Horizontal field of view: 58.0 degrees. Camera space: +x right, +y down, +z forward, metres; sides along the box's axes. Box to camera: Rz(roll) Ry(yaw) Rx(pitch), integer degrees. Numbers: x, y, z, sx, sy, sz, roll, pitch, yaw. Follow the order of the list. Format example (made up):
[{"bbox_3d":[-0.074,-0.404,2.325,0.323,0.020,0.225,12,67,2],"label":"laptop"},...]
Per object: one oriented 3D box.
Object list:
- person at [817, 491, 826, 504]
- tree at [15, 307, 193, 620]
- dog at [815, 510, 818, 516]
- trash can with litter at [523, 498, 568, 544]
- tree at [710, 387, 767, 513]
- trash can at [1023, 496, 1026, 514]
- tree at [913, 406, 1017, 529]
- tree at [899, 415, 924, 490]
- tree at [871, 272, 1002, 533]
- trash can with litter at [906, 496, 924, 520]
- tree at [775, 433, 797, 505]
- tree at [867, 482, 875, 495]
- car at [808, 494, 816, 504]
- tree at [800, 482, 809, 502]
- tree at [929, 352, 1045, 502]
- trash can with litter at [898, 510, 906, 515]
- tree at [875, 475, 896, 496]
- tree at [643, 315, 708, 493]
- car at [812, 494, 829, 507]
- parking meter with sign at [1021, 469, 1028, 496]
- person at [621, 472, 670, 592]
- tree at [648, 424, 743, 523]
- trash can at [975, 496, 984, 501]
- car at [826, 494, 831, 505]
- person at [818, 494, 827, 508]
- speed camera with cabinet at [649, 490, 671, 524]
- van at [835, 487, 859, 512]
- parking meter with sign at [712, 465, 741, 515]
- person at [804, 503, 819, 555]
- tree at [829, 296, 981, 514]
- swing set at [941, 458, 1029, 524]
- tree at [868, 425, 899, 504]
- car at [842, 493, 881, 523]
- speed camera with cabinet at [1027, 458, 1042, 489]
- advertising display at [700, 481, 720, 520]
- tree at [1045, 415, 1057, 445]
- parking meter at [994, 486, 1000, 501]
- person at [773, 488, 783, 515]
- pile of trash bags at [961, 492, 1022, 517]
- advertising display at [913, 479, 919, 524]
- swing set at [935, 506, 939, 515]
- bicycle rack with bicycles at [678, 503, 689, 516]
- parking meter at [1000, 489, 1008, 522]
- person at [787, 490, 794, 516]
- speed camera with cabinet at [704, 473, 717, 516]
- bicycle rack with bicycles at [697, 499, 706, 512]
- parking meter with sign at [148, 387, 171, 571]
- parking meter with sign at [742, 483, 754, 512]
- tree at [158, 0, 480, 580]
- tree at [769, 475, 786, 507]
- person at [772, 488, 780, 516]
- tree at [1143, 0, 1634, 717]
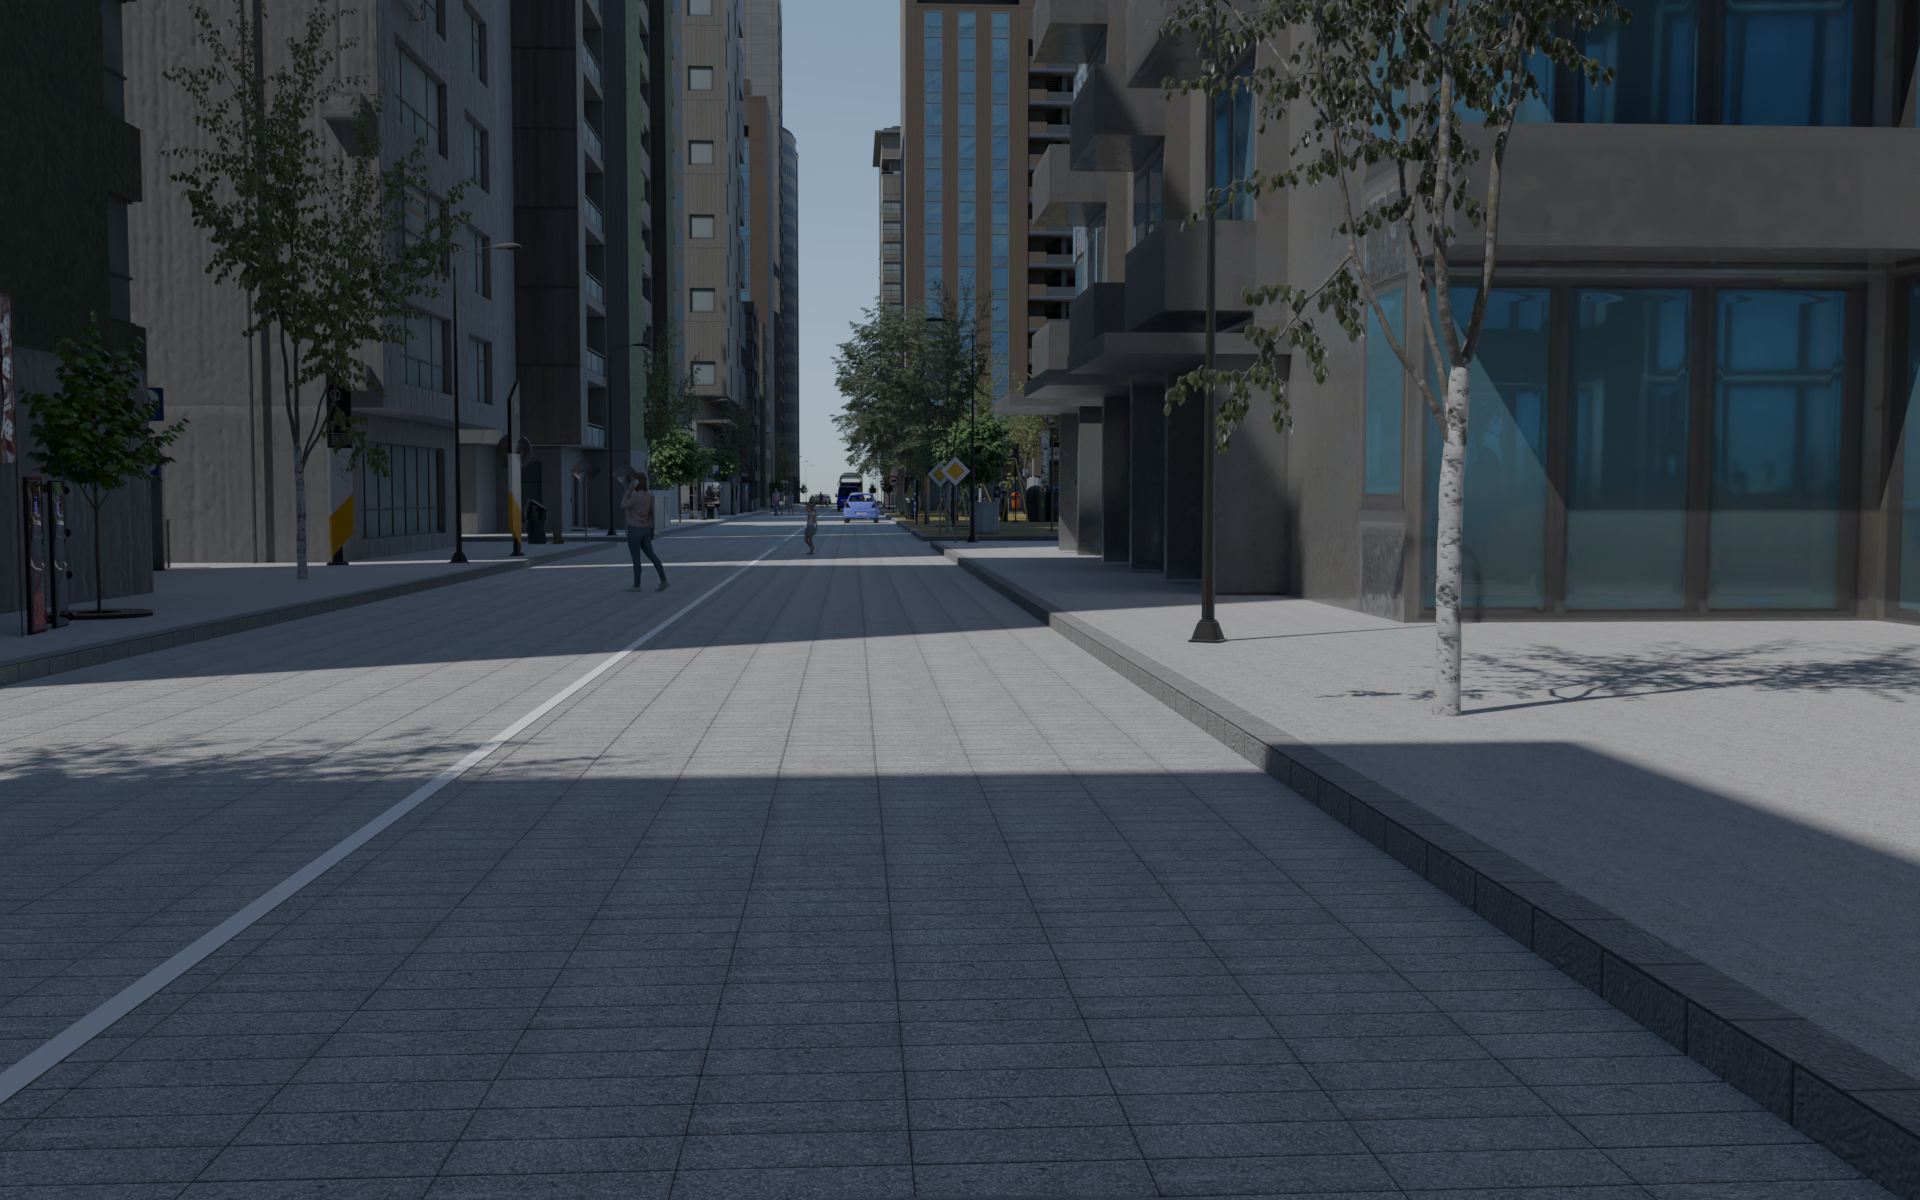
[{"bbox_3d":[-15.203,-11.054,190.018,1.217,1.735,0.721,2,4,32],"label":"person"},{"bbox_3d":[-8.909,-1.439,18.122,1.663,3.219,1.824,0,3,0],"label":"tree"},{"bbox_3d":[-9.595,-5.758,114.337,0.550,0.427,0.748,0,4,5],"label":"dog"},{"bbox_3d":[-10.670,-2.031,44.587,1.055,1.170,0.624,-2,4,-24],"label":"trash can with litter"},{"bbox_3d":[-15.297,-10.330,119.264,4.360,8.622,3.978,0,3,0],"label":"tree"},{"bbox_3d":[4.268,-5.991,109.611,0.748,1.137,0.748,0,3,0],"label":"trash can"},{"bbox_3d":[-0.180,-5.180,68.404,4.285,4.588,4.351,0,3,0],"label":"tree"},{"bbox_3d":[-1.173,-10.534,122.593,4.737,8.622,4.395,0,3,0],"label":"tree"},{"bbox_3d":[-0.528,-6.551,57.475,4.360,8.622,3.978,0,3,0],"label":"tree"},{"bbox_3d":[-2.115,-4.717,88.511,0.624,1.170,1.055,-2,4,-30],"label":"trash can with litter"},{"bbox_3d":[-20.943,-15.520,204.111,4.360,8.622,3.978,0,3,0],"label":"tree"},{"bbox_3d":[-13.812,-17.115,274.437,1.663,3.219,1.824,0,3,0],"label":"tree"},{"bbox_3d":[-18.964,-13.214,228.054,2.014,1.417,4.499,0,4,-2],"label":"car"},{"bbox_3d":[-23.880,-16.575,265.608,1.663,3.219,1.824,0,3,0],"label":"tree"},{"bbox_3d":[1.257,-8.465,88.762,4.737,8.622,4.395,0,3,0],"label":"tree"},{"bbox_3d":[-3.314,-5.916,108.110,1.055,1.170,0.624,-1,4,-16],"label":"trash can with litter"},{"bbox_3d":[-6.642,-10.012,158.291,1.663,3.219,1.824,0,3,0],"label":"tree"},{"bbox_3d":[-12.453,-7.323,70.088,4.737,8.622,4.395,0,3,0],"label":"tree"},{"bbox_3d":[-16.076,-11.603,199.928,2.015,1.641,3.980,0,4,-3],"label":"car"},{"bbox_3d":[4.931,-7.438,117.867,0.543,3.016,1.738,-3,4,-36],"label":"parking meter with sign"},{"bbox_3d":[-4.620,-1.000,25.440,0.643,1.750,0.593,1,4,19],"label":"person"},{"bbox_3d":[-12.724,-5.771,78.068,4.285,4.588,4.351,0,3,0],"label":"tree"},{"bbox_3d":[1.435,-7.033,126.634,0.748,1.137,0.748,0,3,0],"label":"trash can"},{"bbox_3d":[-18.581,-13.983,237.424,1.959,1.807,4.718,0,4,-3],"label":"car"},{"bbox_3d":[-14.185,-10.208,178.622,0.991,1.433,0.599,-1,4,-20],"label":"person"},{"bbox_3d":[-13.367,-4.875,74.041,0.660,3.252,2.038,3,5,43],"label":"speed camera with cabinet"},{"bbox_3d":[-9.208,-8.479,143.021,2.240,2.365,5.245,0,4,-4],"label":"van"},{"bbox_3d":[-14.273,-6.665,105.234,0.543,3.016,1.738,2,4,33],"label":"parking meter with sign"},{"bbox_3d":[-3.466,-1.677,40.929,0.382,1.210,0.505,-3,4,-36],"label":"person"},{"bbox_3d":[-3.730,-12.578,112.298,9.857,13.997,8.962,0,3,0],"label":"tree"},{"bbox_3d":[1.205,-4.745,75.199,3.119,2.851,2.862,-1,4,-22],"label":"swing set"},{"bbox_3d":[-3.566,-10.944,129.302,4.737,8.622,4.395,0,3,0],"label":"tree"},{"bbox_3d":[-4.897,-4.686,86.211,1.945,1.707,3.694,0,4,-2],"label":"car"},{"bbox_3d":[4.714,-6.193,95.588,2.038,3.252,0.660,3,4,36],"label":"speed camera with cabinet"},{"bbox_3d":[-12.564,-5.012,87.154,0.974,1.923,0.123,-1,4,-15],"label":"advertising display"},{"bbox_3d":[3.856,-9.150,99.969,4.737,8.622,4.395,0,3,0],"label":"tree"},{"bbox_3d":[2.445,-6.693,115.145,0.399,1.863,0.255,-1,4,-10],"label":"parking meter"},{"bbox_3d":[-12.569,-6.776,119.156,0.748,1.841,0.638,3,5,41],"label":"person"},{"bbox_3d":[1.887,-5.315,96.649,3.447,1.369,1.912,-2,4,-28],"label":"pile of trash bags"},{"bbox_3d":[-1.881,-4.206,73.986,0.123,1.923,0.974,0,4,-7],"label":"advertising display"},{"bbox_3d":[0.389,-6.532,104.421,2.862,2.851,3.119,-2,4,-24],"label":"swing set"},{"bbox_3d":[-18.072,-5.434,102.231,2.852,0.926,2.925,-2,4,-35],"label":"bicycle rack with bicycles"},{"bbox_3d":[2.040,-4.387,80.132,0.372,1.533,0.369,0,3,0],"label":"parking meter"},{"bbox_3d":[-11.245,-6.462,114.910,0.466,1.731,0.760,1,4,10],"label":"person"},{"bbox_3d":[-14.453,-6.489,100.438,0.660,3.252,2.038,-1,4,-12],"label":"speed camera with cabinet"},{"bbox_3d":[-18.969,-6.606,121.397,2.852,0.926,2.925,3,5,43],"label":"bicycle rack with bicycles"},{"bbox_3d":[-13.586,-2.010,29.122,0.543,3.016,1.738,-1,4,-20],"label":"parking meter with sign"},{"bbox_3d":[-15.440,-7.755,123.050,1.738,3.016,0.543,2,4,25],"label":"parking meter with sign"},{"bbox_3d":[-9.659,-4.610,25.735,4.737,8.622,4.395,0,3,0],"label":"tree"},{"bbox_3d":[-18.592,-11.179,177.370,1.663,3.219,1.824,0,3,0],"label":"tree"},{"bbox_3d":[-11.918,-6.332,112.030,0.555,1.821,0.388,-3,4,-39],"label":"person"},{"bbox_3d":[2.775,-3.650,10.033,4.360,8.622,3.978,0,3,0],"label":"tree"}]
